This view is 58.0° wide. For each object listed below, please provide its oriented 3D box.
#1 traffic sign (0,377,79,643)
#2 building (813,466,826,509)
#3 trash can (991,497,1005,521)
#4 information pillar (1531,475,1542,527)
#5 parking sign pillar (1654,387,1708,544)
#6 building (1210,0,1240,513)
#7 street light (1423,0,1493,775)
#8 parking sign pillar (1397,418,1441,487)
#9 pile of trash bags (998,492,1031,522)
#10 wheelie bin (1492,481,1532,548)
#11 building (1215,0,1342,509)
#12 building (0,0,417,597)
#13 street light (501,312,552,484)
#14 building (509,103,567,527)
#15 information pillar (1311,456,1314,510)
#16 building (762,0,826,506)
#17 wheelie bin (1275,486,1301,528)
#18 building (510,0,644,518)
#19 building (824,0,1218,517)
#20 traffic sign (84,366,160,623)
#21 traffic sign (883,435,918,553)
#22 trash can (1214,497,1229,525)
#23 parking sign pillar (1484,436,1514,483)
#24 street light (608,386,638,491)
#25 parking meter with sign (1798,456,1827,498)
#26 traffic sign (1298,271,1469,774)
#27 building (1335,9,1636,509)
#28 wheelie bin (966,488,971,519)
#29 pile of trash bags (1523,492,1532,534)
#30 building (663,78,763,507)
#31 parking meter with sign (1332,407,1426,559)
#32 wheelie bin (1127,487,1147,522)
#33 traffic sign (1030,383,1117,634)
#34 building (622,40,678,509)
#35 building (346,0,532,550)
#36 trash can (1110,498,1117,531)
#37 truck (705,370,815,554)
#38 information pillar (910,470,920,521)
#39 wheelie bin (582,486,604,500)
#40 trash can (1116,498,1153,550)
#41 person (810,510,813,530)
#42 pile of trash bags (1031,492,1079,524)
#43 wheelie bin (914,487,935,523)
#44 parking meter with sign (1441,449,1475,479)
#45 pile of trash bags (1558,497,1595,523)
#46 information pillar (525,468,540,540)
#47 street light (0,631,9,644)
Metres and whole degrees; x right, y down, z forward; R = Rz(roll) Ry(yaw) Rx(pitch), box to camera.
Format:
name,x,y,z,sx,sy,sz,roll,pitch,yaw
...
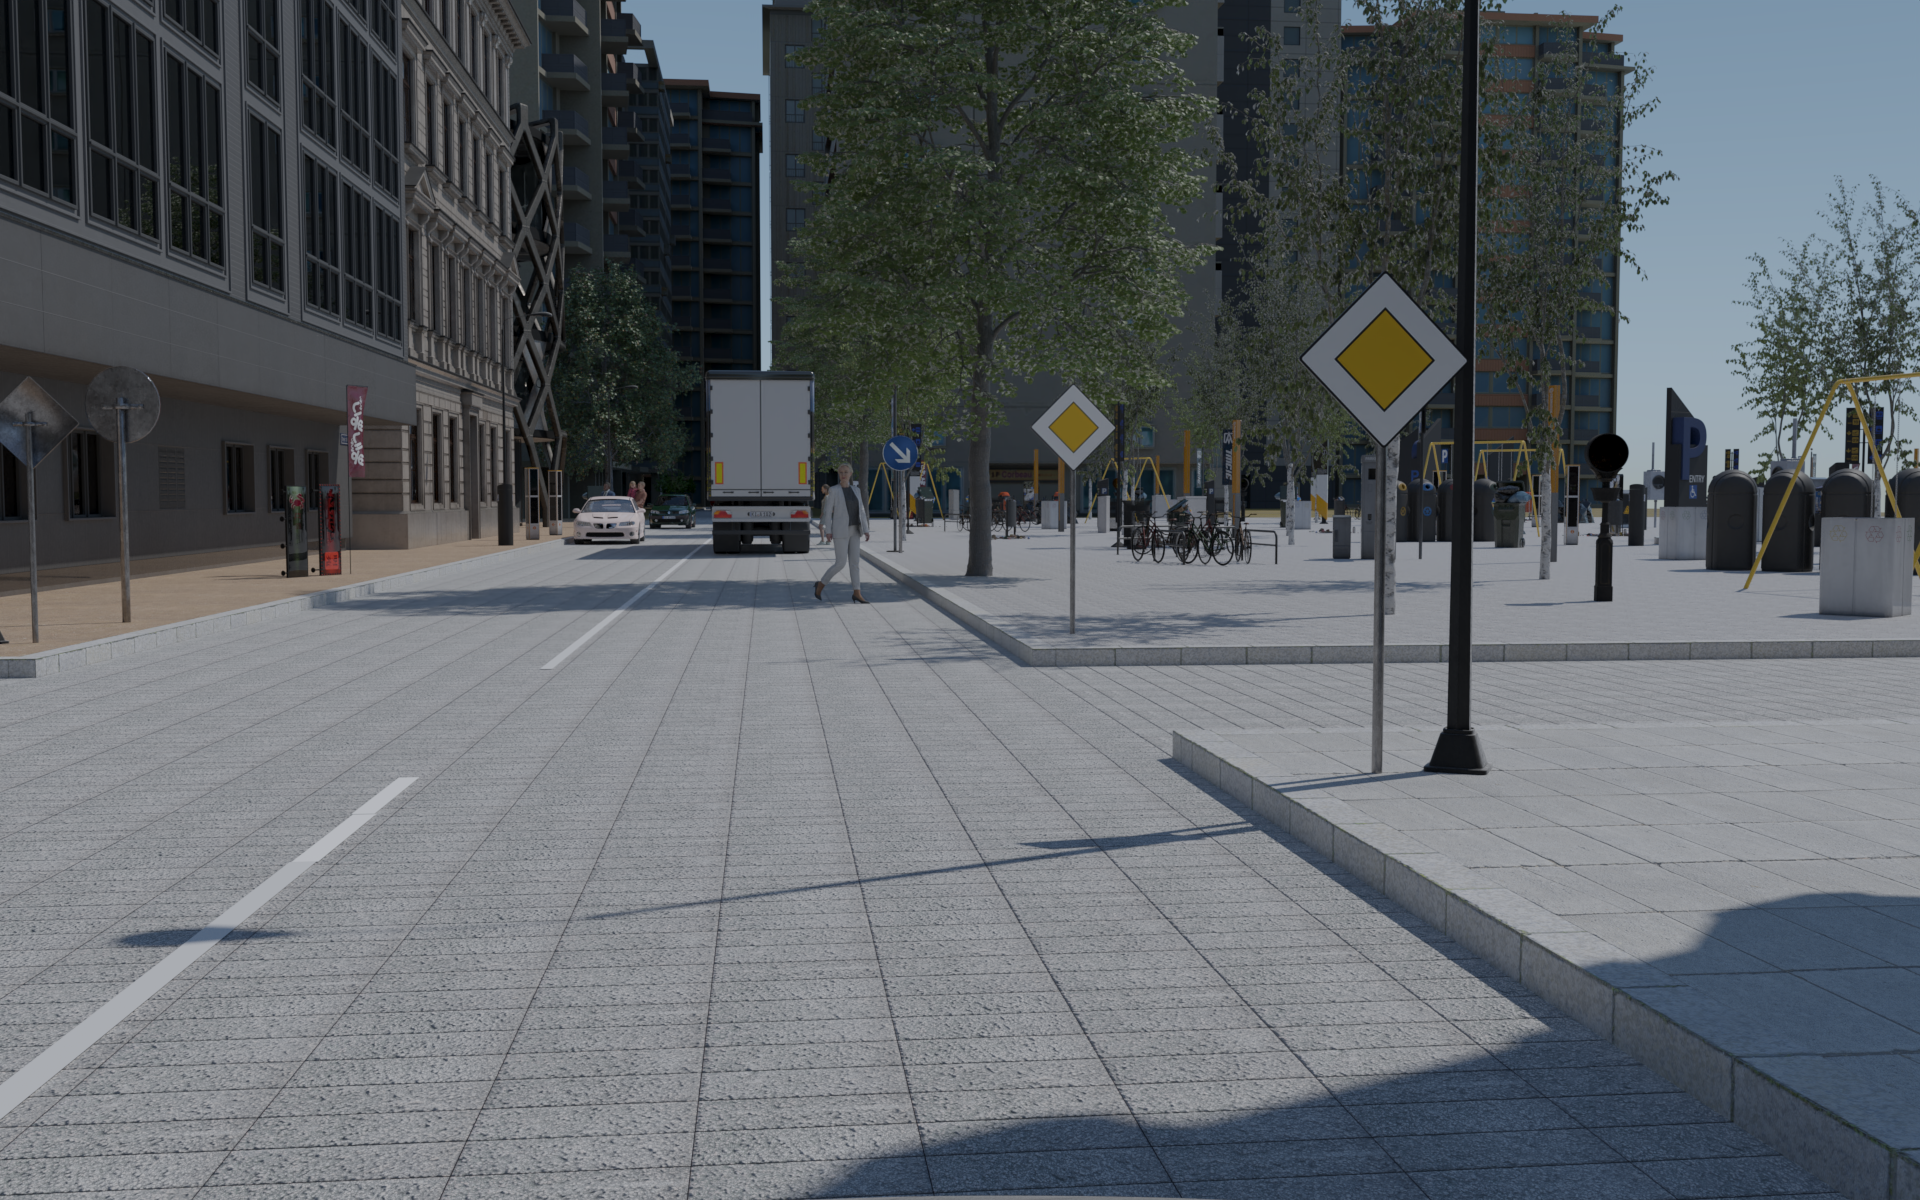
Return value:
name,x,y,z,sx,sy,sz,roll,pitch,yaw
traffic sign,-7.962,-0.686,14.859,0.795,2.450,0.064,0,4,-6
building,-2.712,-43.778,154.019,20.563,71.187,20.611,0,4,-6
trash can,1.672,-4.083,78.414,0.748,1.137,0.748,0,3,0
information pillar,22.284,-3.817,66.900,0.304,2.012,0.304,2,4,35
parking sign pillar,18.507,-3.404,44.134,1.447,3.967,1.447,-3,4,-37
building,3.941,-33.097,130.380,28.713,52.752,27.495,0,4,-6
street light,1.783,-2.159,7.838,1.470,5.913,1.316,0,4,-6
parking sign pillar,16.497,-4.462,61.423,1.447,3.967,1.447,-3,5,-42
pile of trash bags,2.905,-4.417,81.969,1.912,1.369,3.447,-3,4,-36
wheelie bin,13.160,-2.049,41.414,0.980,1.594,0.693,2,4,33
building,21.441,-44.009,157.798,20.611,71.187,20.563,0,4,-6
building,-17.857,-14.215,25.924,14.314,27.812,24.014,0,4,-6
street light,-11.105,-4.388,44.284,1.470,5.913,1.316,0,4,-6
building,-23.966,-12.178,66.557,16.820,18.784,16.811,0,4,-6
information pillar,17.866,-5.845,86.919,0.504,3.616,0.183,2,4,26
building,-7.603,-36.698,189.248,27.495,52.752,28.713,0,4,-6
wheelie bin,12.528,-3.569,66.254,0.980,1.594,0.693,1,4,9
building,-30.320,-27.374,102.193,22.147,44.769,28.867,0,4,-6
building,2.778,-29.443,105.089,21.300,48.544,21.600,0,4,-6
traffic sign,-8.329,-1.047,17.230,0.768,2.556,0.104,0,4,3
traffic sign,-1.295,-2.295,37.631,0.768,2.556,0.104,0,4,-3
trash can,10.989,-3.747,72.925,0.748,1.137,0.748,0,3,0
parking sign pillar,25.062,-5.634,80.580,1.447,3.967,1.447,-1,4,-17
street light,-14.485,-6.219,74.221,1.470,5.913,1.316,0,4,-6
parking meter with sign,39.224,-5.065,79.081,1.738,3.016,0.543,0,4,7
traffic sign,1.914,-0.260,7.901,0.795,2.450,0.064,0,4,-6
building,46.233,-30.908,159.973,28.867,44.769,22.147,0,4,-6
wheelie bin,0.780,-4.811,86.569,0.980,1.594,0.693,0,4,2
pile of trash bags,16.768,-2.837,56.129,1.912,1.369,3.447,-1,4,-14
building,-35.206,-32.301,182.743,28.867,44.769,22.147,0,4,-6
parking meter with sign,8.242,-2.316,34.130,1.738,3.016,0.543,1,4,11
wheelie bin,8.241,-4.452,80.698,0.980,1.594,0.693,-1,4,-12
traffic sign,1.029,-0.746,15.838,0.795,2.450,0.064,0,4,-6
building,-36.470,-27.814,146.643,23.993,40.220,32.217,0,4,-6
building,-18.412,-11.208,47.871,10.561,19.102,19.286,0,4,-6
trash can,5.327,-2.938,59.693,0.748,1.137,0.748,0,3,0
truck,-5.163,-3.429,44.974,2.839,4.237,11.283,0,4,-6
information pillar,-2.104,-5.508,81.403,0.504,3.616,0.183,0,4,-2
wheelie bin,-14.101,-3.610,66.929,0.980,1.594,0.693,-1,4,-10
trash can,4.102,-1.748,40.235,0.748,1.137,0.748,0,3,0
person,-6.239,-3.698,69.151,0.728,1.800,0.709,1,4,14
pile of trash bags,4.255,-4.048,75.943,1.912,1.369,3.447,0,4,4
wheelie bin,-1.599,-4.157,75.871,0.980,1.594,0.693,-2,4,-32
parking meter with sign,19.582,-4.337,67.171,1.738,3.016,0.543,-1,4,-11
pile of trash bags,26.558,-4.124,77.185,1.912,1.369,3.447,-3,5,-39
information pillar,-11.963,-2.688,48.437,0.304,2.012,0.304,-2,4,-34
street light,-7.809,-2.578,14.694,1.470,5.913,1.316,0,4,-6
